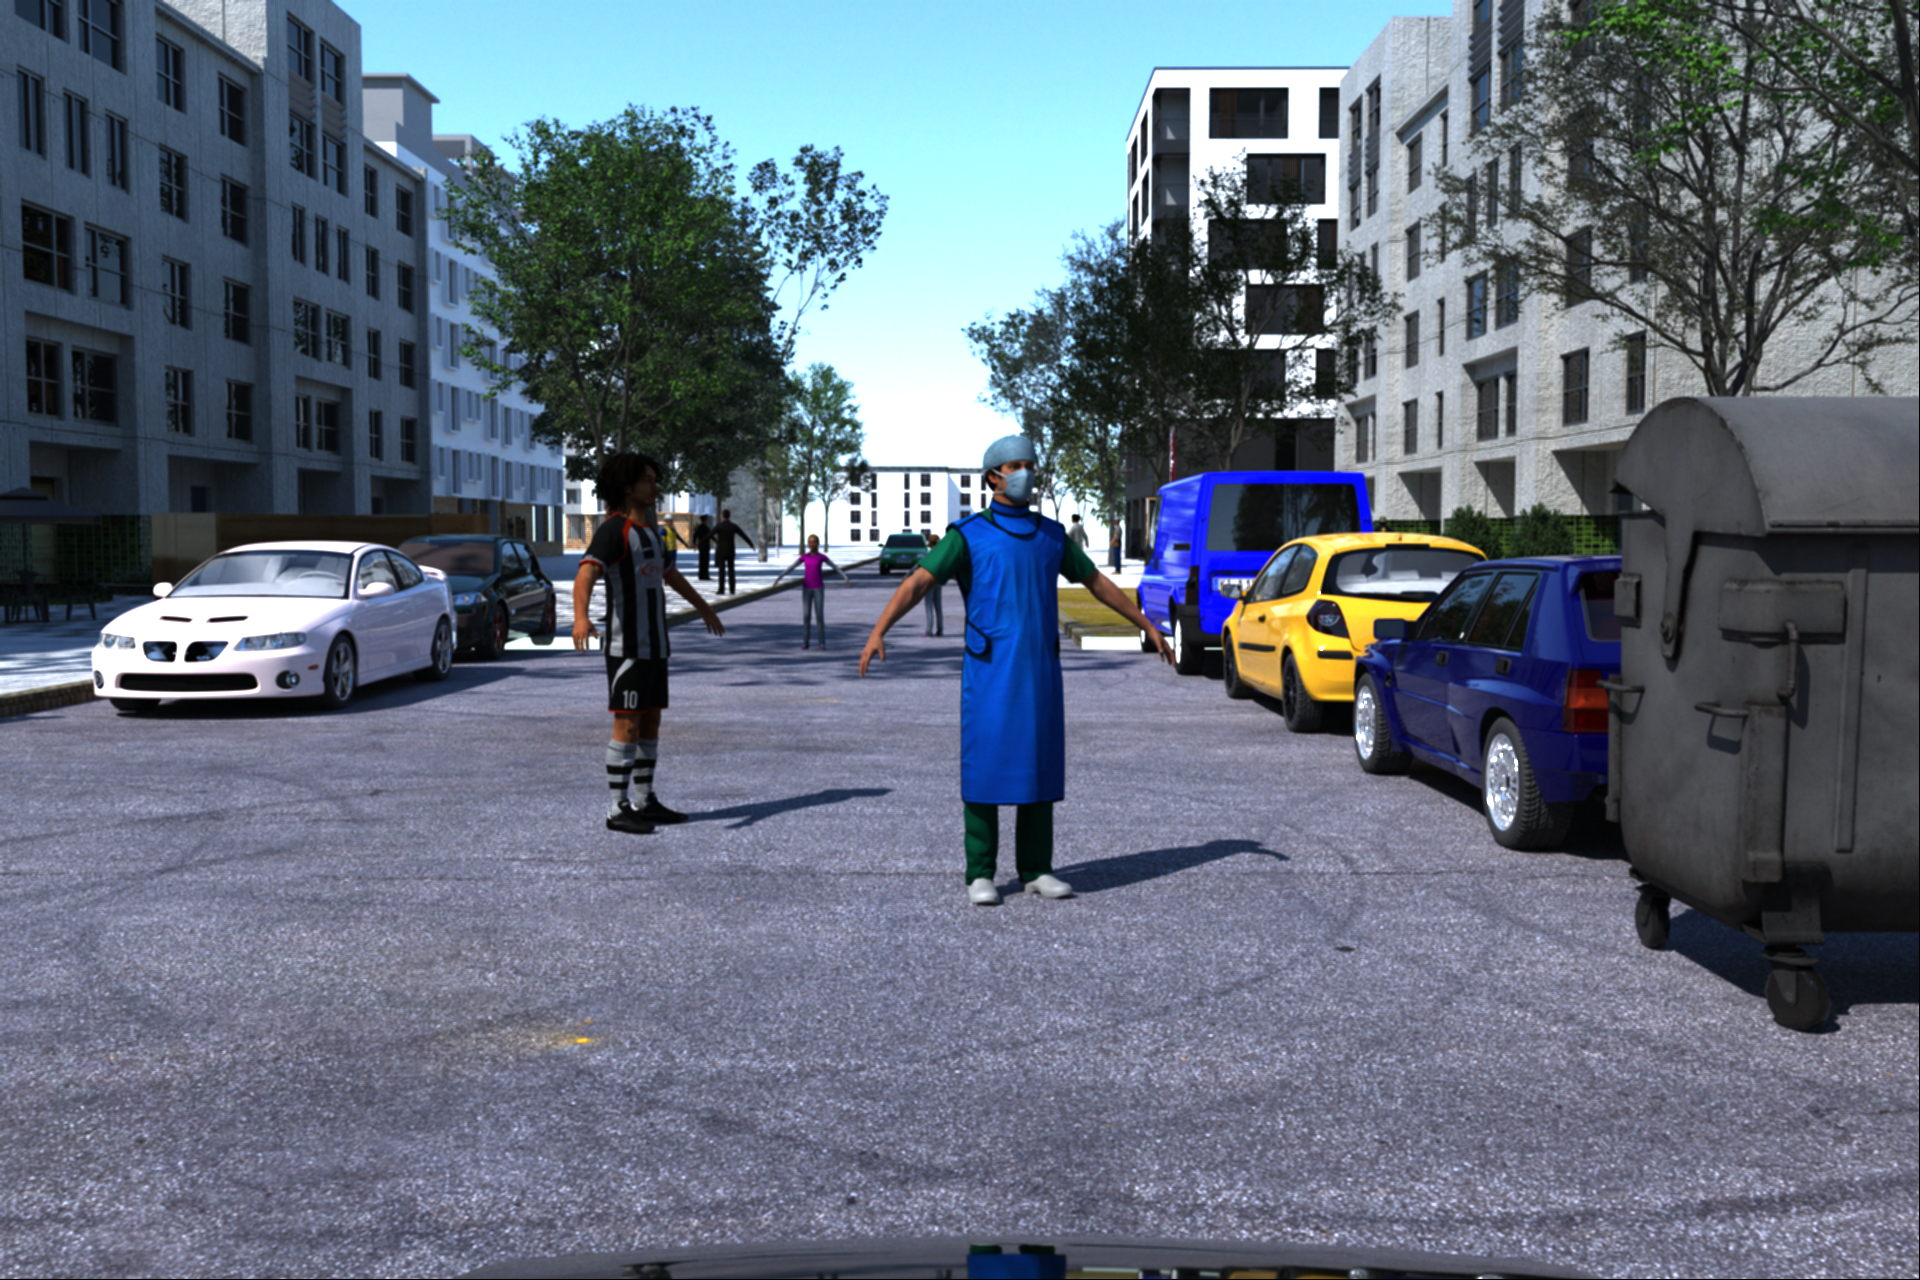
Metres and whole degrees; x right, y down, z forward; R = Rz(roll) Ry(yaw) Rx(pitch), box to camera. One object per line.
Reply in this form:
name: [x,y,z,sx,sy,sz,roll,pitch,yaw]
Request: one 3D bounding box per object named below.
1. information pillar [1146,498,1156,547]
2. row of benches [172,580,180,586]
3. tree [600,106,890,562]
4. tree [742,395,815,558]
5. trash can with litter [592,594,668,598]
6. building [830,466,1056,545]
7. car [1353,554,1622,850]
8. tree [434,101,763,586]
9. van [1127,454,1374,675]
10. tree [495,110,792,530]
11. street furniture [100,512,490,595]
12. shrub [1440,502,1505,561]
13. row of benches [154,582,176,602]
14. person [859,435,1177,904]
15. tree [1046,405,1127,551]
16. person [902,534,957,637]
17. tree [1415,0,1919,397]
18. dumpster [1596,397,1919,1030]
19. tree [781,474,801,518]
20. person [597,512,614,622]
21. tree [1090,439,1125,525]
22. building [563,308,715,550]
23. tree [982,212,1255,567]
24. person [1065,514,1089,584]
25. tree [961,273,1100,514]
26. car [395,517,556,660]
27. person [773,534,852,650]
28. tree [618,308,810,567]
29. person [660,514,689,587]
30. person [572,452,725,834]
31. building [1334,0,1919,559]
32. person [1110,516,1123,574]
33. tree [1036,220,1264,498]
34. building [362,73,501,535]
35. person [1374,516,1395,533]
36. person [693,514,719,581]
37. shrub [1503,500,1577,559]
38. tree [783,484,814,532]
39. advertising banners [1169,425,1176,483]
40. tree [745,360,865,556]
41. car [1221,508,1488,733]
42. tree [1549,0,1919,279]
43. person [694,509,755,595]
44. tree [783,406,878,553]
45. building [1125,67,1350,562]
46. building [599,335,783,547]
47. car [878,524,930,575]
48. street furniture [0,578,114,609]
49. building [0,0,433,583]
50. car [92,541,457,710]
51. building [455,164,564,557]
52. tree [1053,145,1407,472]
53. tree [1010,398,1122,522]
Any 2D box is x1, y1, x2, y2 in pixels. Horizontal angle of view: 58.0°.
information pillar: [3.957,-1.889,35.385,0.304,2.012,0.304,0,4,0]
row of benches: [-9.842,-0.661,26.264,1.422,0.672,4.104,3,4,38]
tree: [-10.348,-13.616,78.518,12.611,20.169,13.585,0,3,0]
tree: [-9.643,-8.601,90.986,4.360,8.622,3.978,0,3,0]
trash can with litter: [-6.679,-1.492,35.446,1.678,1.210,2.233,0,4,1]
building: [-2.090,-16.567,215.469,28.070,9.664,9.099,0,4,-7]
car: [3.297,0.206,9.217,1.945,1.354,3.894,0,4,-1]
tree: [-8.734,-7.171,42.995,9.928,11.665,9.643,0,3,0]
van: [3.135,-0.909,19.251,2.240,2.365,5.245,0,3,0]
tree: [-9.454,-8.942,52.862,9.857,13.997,8.962,0,3,0]
street furniture: [-14.063,-1.990,39.391,11.010,1.723,9.812,2,4,25]
shrub: [11.810,-2.199,40.371,1.690,2.028,1.600,0,3,0]
row of benches: [-9.023,-0.443,22.707,4.104,0.672,1.422,2,4,32]
person: [0.214,0.109,6.797,1.347,1.817,0.704,-1,4,-23]
tree: [6.233,-8.385,87.464,4.737,8.622,4.395,0,3,0]
person: [-0.408,-0.760,24.156,0.991,1.433,0.599,-3,5,-42]
tree: [13.067,-7.271,29.246,12.009,13.543,11.850,0,3,0]
dumpster: [3.112,0.168,5.468,1.865,1.857,1.264,0,4,0]
tree: [-22.526,-17.003,212.413,7.601,10.594,8.767,0,4,-7]
person: [-5.064,-1.163,25.200,0.705,1.806,1.347,-3,5,-40]
tree: [21.241,-19.048,218.095,9.857,13.997,8.962,0,3,0]
building: [-27.396,-17.664,145.227,16.016,20.090,11.380,0,4,0]
tree: [5.882,-9.595,67.241,12.009,13.543,11.850,0,3,0]
person: [2.978,-2.377,45.051,0.705,1.806,1.347,3,5,41]
tree: [6.525,-16.554,126.550,12.611,20.169,13.585,0,3,0]
car: [-6.107,-0.683,20.951,2.009,1.686,4.222,0,4,0]
person: [-1.825,-0.594,21.442,0.991,1.433,0.599,0,4,5]
tree: [-9.486,-8.082,66.550,8.767,10.594,7.601,1,4,11]
person: [-7.026,-2.193,42.320,0.721,1.772,1.216,2,4,27]
person: [-1.552,0.011,8.427,0.704,1.843,1.345,1,4,19]
building: [23.098,-11.362,52.226,16.747,18.905,31.486,0,4,0]
person: [5.003,-3.026,55.326,0.705,1.847,1.347,1,4,14]
tree: [5.784,-7.221,52.474,7.601,10.594,8.767,-1,4,-21]
building: [-27.733,-13.217,72.518,16.016,20.090,11.380,0,4,1]
person: [13.200,-2.958,54.140,1.354,1.856,0.705,0,4,6]
person: [-7.034,-2.561,47.812,0.705,1.837,1.347,-3,5,-42]
shrub: [12.789,-2.062,38.140,1.690,2.028,1.600,0,3,0]
tree: [-19.965,-16.443,219.203,4.360,8.622,3.978,0,3,0]
advertising banners: [3.400,-1.995,28.806,0.090,3.025,2.074,0,4,-1]
tree: [-9.241,-10.827,102.781,9.928,11.665,9.643,0,3,0]
car: [3.196,-0.227,13.933,2.015,1.641,3.980,0,4,-1]
tree: [9.008,-5.466,15.120,9.928,11.665,9.643,0,3,0]
person: [-4.961,-1.865,36.712,1.346,1.802,0.704,-2,4,-25]
tree: [-8.966,-11.312,119.356,7.601,10.594,8.767,-3,4,-36]
building: [22.581,-15.193,92.379,27.936,21.610,32.646,0,4,0]
building: [-28.835,-21.393,180.709,19.493,23.208,18.063,0,4,0]
car: [-1.939,-3.272,62.286,1.959,1.807,4.718,0,4,0]
street furniture: [-20.547,-0.879,29.991,10.072,0.657,5.734,0,4,2]
building: [-29.136,-11.363,52.242,16.747,18.905,31.486,0,4,0]
car: [-5.956,-0.198,15.595,2.083,1.381,4.827,0,3,0]
building: [-28.516,-14.290,90.067,16.016,20.090,11.380,0,4,-1]
tree: [6.422,-6.619,42.633,8.767,10.594,7.601,0,4,7]
tree: [6.550,-10.952,113.482,8.767,10.594,7.601,1,4,11]
